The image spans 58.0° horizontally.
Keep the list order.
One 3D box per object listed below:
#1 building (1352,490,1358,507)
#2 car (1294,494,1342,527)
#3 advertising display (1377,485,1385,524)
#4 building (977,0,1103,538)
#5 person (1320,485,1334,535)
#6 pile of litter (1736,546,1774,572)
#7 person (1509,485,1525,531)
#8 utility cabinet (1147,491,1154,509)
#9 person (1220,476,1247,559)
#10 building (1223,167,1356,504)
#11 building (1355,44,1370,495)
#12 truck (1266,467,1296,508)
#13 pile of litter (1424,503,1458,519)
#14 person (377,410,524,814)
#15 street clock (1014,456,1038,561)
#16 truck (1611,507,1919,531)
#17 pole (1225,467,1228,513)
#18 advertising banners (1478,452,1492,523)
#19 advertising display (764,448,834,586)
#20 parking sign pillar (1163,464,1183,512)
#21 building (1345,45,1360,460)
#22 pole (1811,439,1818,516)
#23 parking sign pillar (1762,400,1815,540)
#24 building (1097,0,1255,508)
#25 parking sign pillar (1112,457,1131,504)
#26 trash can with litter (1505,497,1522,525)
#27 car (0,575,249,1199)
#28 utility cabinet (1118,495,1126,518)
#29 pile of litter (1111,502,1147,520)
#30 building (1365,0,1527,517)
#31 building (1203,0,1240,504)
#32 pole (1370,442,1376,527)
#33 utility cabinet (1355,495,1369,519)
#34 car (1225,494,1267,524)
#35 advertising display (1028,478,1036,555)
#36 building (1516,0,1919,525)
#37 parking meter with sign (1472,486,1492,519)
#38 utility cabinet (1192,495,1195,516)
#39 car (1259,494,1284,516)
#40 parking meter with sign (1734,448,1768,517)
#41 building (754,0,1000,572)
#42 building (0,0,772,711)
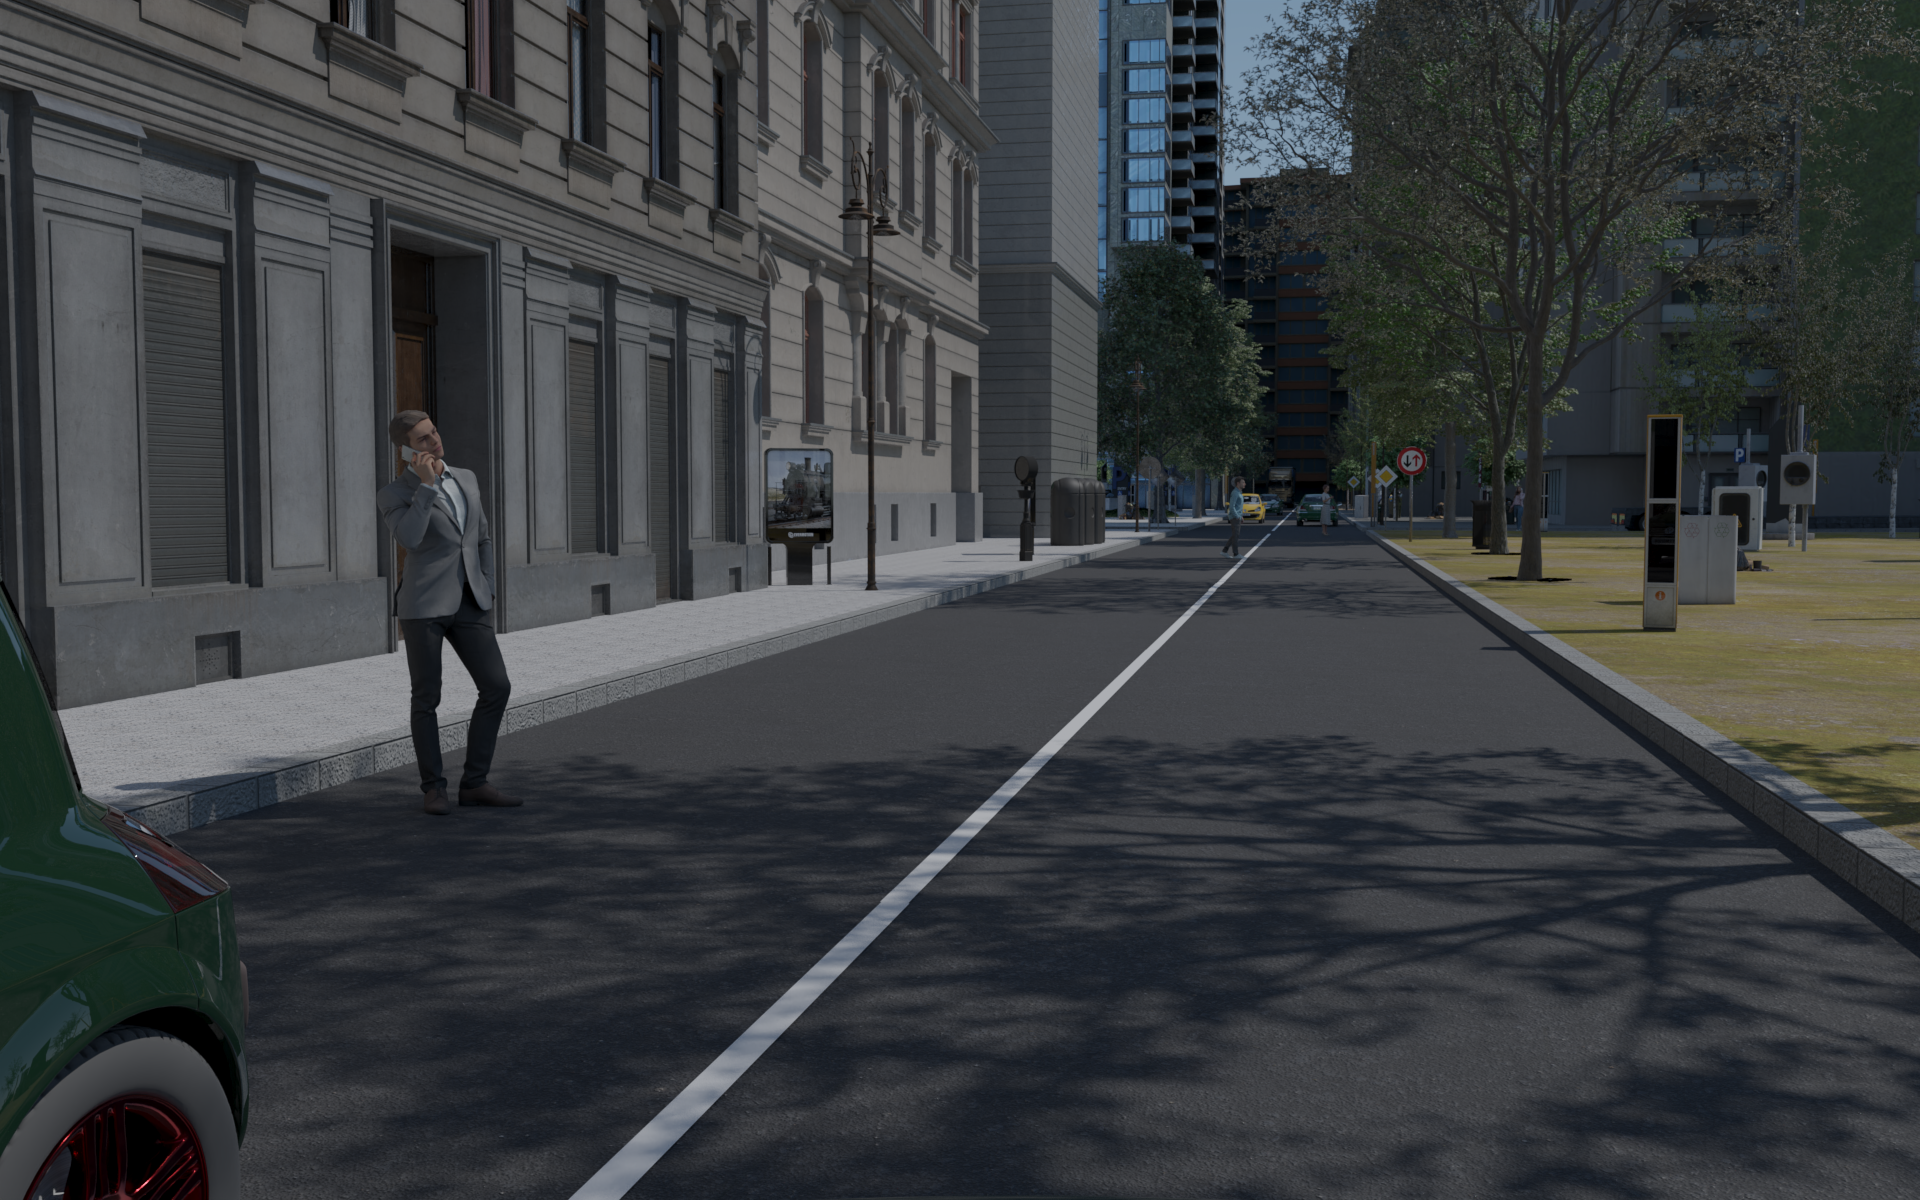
[{"bbox_3d":[50.504,-45.020,174.323,20.563,71.187,20.611,1,4,11],"label":"building"},{"bbox_3d":[16.131,-4.053,78.067,2.131,1.459,4.920,1,4,12],"label":"car"},{"bbox_3d":[17.735,-4.148,73.041,0.123,1.923,0.974,0,4,2],"label":"advertising display"},{"bbox_3d":[-10.690,-17.140,57.736,29.804,29.767,11.434,1,4,11],"label":"building"},{"bbox_3d":[12.763,-3.119,60.060,0.524,1.755,0.480,2,4,33],"label":"person"},{"bbox_3d":[12.930,-0.943,29.378,1.176,0.858,1.719,-1,4,-19],"label":"pile of litter"},{"bbox_3d":[20.795,-3.388,64.489,0.643,1.750,0.593,-3,5,-40],"label":"person"},{"bbox_3d":[12.757,-6.465,114.389,0.318,1.500,1.173,3,4,39],"label":"utility cabinet"},{"bbox_3d":[6.085,-1.835,38.516,0.620,1.820,0.660,1,4,13],"label":"person"},{"bbox_3d":[45.885,-35.530,235.543,28.867,44.769,22.147,1,4,11],"label":"building"},{"bbox_3d":[43.738,-31.108,158.730,14.600,45.320,14.200,1,4,11],"label":"building"},{"bbox_3d":[33.657,-11.754,181.091,2.839,4.237,11.283,1,4,13],"label":"truck"},{"bbox_3d":[24.614,-4.555,88.444,1.719,0.858,1.176,1,4,20],"label":"pile of litter"},{"bbox_3d":[-2.308,0.052,7.834,0.592,1.802,0.473,-2,4,-35],"label":"person"},{"bbox_3d":[1.262,-1.743,33.064,0.358,2.002,0.471,-2,4,-35],"label":"street clock"},{"bbox_3d":[32.549,-4.277,59.690,18.799,4.110,2.967,1,4,10],"label":"truck"},{"bbox_3d":[17.632,-7.381,114.523,0.158,3.312,0.155,0,3,0],"label":"pole"},{"bbox_3d":[22.026,-4.676,72.641,0.090,3.025,2.074,2,4,34],"label":"advertising banners"},{"bbox_3d":[-2.261,-1.169,24.321,0.974,1.923,0.123,-1,4,-17],"label":"advertising display"},{"bbox_3d":[15.611,-8.471,126.981,1.447,3.967,1.447,0,3,0],"label":"parking sign pillar"},{"bbox_3d":[58.505,-37.219,197.765,28.713,52.752,27.495,1,4,11],"label":"building"},{"bbox_3d":[31.957,-4.339,64.778,0.158,3.312,0.155,0,3,0],"label":"pole"},{"bbox_3d":[23.339,-3.691,48.821,1.447,3.967,1.447,0,4,-7],"label":"parking sign pillar"},{"bbox_3d":[19.647,-54.726,207.437,31.000,86.520,22.319,1,4,11],"label":"building"},{"bbox_3d":[11.498,-8.254,123.433,1.447,3.967,1.447,2,4,35],"label":"parking sign pillar"},{"bbox_3d":[23.253,-3.749,72.689,1.055,1.170,0.624,-1,4,-10],"label":"trash can with litter"},{"bbox_3d":[-2.331,0.517,1.337,2.009,1.686,4.222,1,4,12],"label":"car"},{"bbox_3d":[8.564,-4.921,91.628,0.306,1.237,1.020,1,4,15],"label":"utility cabinet"},{"bbox_3d":[8.441,-4.436,86.499,1.719,0.858,1.176,2,4,27],"label":"pile of litter"},{"bbox_3d":[31.877,-20.374,104.818,14.160,30.474,14.107,1,4,11],"label":"building"},{"bbox_3d":[19.755,-45.674,185.026,20.563,71.187,20.611,1,4,11],"label":"building"},{"bbox_3d":[16.138,-4.510,67.586,0.158,3.312,0.155,0,3,0],"label":"pole"},{"bbox_3d":[21.149,-4.900,91.278,0.306,1.237,1.020,-1,4,-14],"label":"utility cabinet"},{"bbox_3d":[14.065,-4.573,84.991,2.015,1.641,3.980,1,4,12],"label":"car"},{"bbox_3d":[1.514,-1.940,36.936,0.123,1.923,0.974,0,4,-3],"label":"advertising display"},{"bbox_3d":[31.528,-23.776,72.331,14.086,41.232,14.154,1,4,11],"label":"building"},{"bbox_3d":[27.586,-5.780,90.760,1.738,3.016,0.543,-2,4,-33],"label":"parking meter with sign"},{"bbox_3d":[14.272,-5.665,103.778,0.306,1.237,1.020,2,4,34],"label":"utility cabinet"},{"bbox_3d":[20.522,-6.334,115.353,2.131,1.459,4.920,1,4,13],"label":"car"},{"bbox_3d":[30.215,-4.245,65.663,1.738,3.016,0.543,-1,4,-19],"label":"parking meter with sign"},{"bbox_3d":[-7.678,-15.234,36.458,14.401,28.519,23.554,1,4,11],"label":"building"},{"bbox_3d":[-8.982,-10.157,15.217,9.793,20.994,18.267,1,4,11],"label":"building"}]
